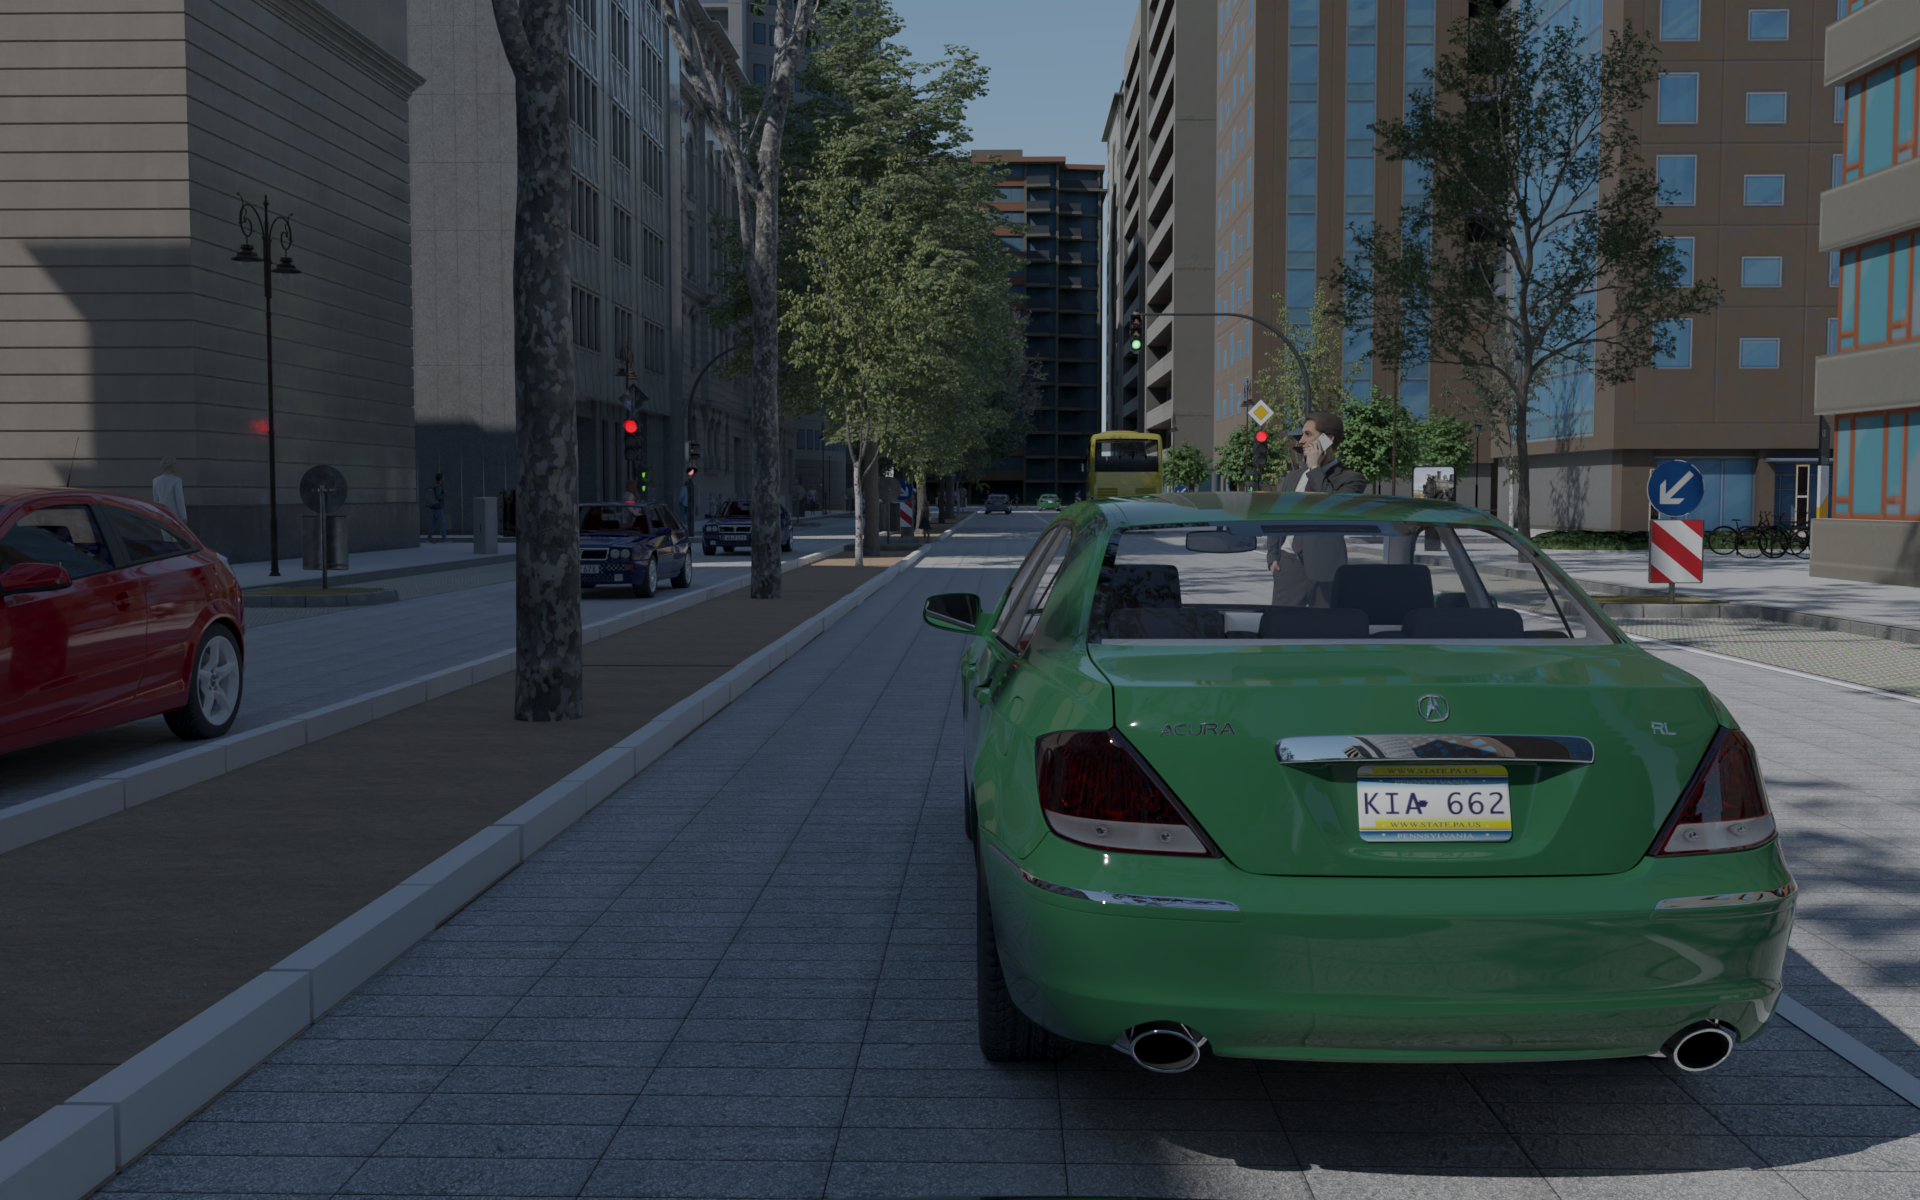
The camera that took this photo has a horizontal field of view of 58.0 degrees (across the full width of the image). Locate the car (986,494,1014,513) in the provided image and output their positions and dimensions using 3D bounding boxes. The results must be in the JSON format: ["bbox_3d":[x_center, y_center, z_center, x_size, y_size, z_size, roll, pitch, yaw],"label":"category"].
[{"bbox_3d":[2.990,-7.273,130.714,2.131,1.459,4.920,0,4,2],"label":"car"}]

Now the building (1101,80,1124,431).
[{"bbox_3d":[32.790,-38.897,225.204,27.495,52.752,28.713,0,4,1],"label":"building"}]

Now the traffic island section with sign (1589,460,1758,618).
[{"bbox_3d":[8.184,-0.745,20.801,1.989,1.847,2.006,0,4,1],"label":"traffic island section with sign"}]

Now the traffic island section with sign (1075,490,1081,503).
[{"bbox_3d":[12.152,-10.516,180.557,1.989,1.847,2.006,0,4,1],"label":"traffic island section with sign"}]

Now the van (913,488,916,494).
[{"bbox_3d":[-3.447,-7.101,123.112,2.013,2.044,4.112,0,4,2],"label":"van"}]

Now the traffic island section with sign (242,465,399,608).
[{"bbox_3d":[-8.502,-0.858,22.654,1.989,1.847,2.006,0,4,1],"label":"traffic island section with sign"}]

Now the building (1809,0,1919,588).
[{"bbox_3d":[26.676,-10.183,11.536,27.650,21.520,28.899,0,4,1],"label":"building"}]

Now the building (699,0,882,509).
[{"bbox_3d":[-22.900,-39.663,190.487,28.212,58.520,21.231,0,4,1],"label":"building"}]

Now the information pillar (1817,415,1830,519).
[{"bbox_3d":[25.278,-3.631,50.724,0.504,3.616,0.183,-3,4,-36],"label":"information pillar"}]

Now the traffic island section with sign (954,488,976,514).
[{"bbox_3d":[0.178,-7.248,126.647,2.006,1.907,1.989,0,4,1],"label":"traffic island section with sign"}]

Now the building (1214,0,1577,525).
[{"bbox_3d":[20.384,-26.590,84.864,14.600,45.320,14.200,0,4,1],"label":"building"}]

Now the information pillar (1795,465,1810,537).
[{"bbox_3d":[21.232,-2.396,43.673,0.304,2.012,0.304,2,4,26],"label":"information pillar"}]

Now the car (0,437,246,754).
[{"bbox_3d":[-5.286,0.018,8.754,2.155,1.783,4.494,0,4,2],"label":"car"}]

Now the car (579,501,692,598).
[{"bbox_3d":[-5.040,-0.769,25.150,1.945,1.354,3.894,0,4,2],"label":"car"}]

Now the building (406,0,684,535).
[{"bbox_3d":[-18.001,-14.993,63.165,12.078,24.808,19.932,0,4,1],"label":"building"}]

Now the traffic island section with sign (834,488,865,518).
[{"bbox_3d":[-6.486,-5.812,103.662,1.989,1.847,2.006,0,4,1],"label":"traffic island section with sign"}]

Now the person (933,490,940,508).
[{"bbox_3d":[-2.106,-10.303,177.055,1.348,1.812,0.705,-1,4,-18],"label":"person"}]

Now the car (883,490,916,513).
[{"bbox_3d":[-3.580,-5.904,105.198,2.281,1.827,5.304,0,4,1],"label":"car"}]

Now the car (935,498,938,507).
[{"bbox_3d":[-1.712,-11.225,195.890,2.083,1.381,4.827,0,4,3],"label":"car"}]

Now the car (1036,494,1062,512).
[{"bbox_3d":[7.281,-7.933,141.495,2.131,1.459,4.920,0,4,1],"label":"car"}]

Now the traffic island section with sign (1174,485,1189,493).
[{"bbox_3d":[9.552,-4.133,76.199,1.989,1.847,2.006,0,4,1],"label":"traffic island section with sign"}]

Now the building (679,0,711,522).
[{"bbox_3d":[-18.480,-18.240,85.619,14.401,28.519,23.554,0,4,1],"label":"building"}]

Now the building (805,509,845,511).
[{"bbox_3d":[-20.042,-36.625,140.820,21.231,58.520,28.212,0,4,1],"label":"building"}]

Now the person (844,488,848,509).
[{"bbox_3d":[-8.838,-7.912,136.076,0.551,1.740,0.621,1,4,15],"label":"person"}]

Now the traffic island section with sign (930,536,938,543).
[{"bbox_3d":[-1.680,-2.654,51.532,2.006,1.907,1.989,0,4,1],"label":"traffic island section with sign"}]

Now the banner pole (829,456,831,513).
[{"bbox_3d":[-8.678,-7.650,115.089,0.401,3.779,0.863,0,4,1],"label":"banner pole"}]

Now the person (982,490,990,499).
[{"bbox_3d":[2.376,-8.374,145.939,1.217,1.766,0.721,1,4,23],"label":"person"}]

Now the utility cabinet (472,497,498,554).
[{"bbox_3d":[-10.255,-1.604,37.383,0.306,1.237,1.020,-2,4,-29],"label":"utility cabinet"}]

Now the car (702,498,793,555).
[{"bbox_3d":[-5.099,-1.786,41.788,1.945,1.354,3.894,0,4,3],"label":"car"}]

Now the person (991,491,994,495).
[{"bbox_3d":[2.958,-9.137,158.595,1.217,1.736,0.721,-1,4,-22],"label":"person"}]

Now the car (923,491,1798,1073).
[{"bbox_3d":[0.933,0.366,5.812,2.131,1.459,4.920,0,4,-1],"label":"car"}]

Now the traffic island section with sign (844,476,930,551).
[{"bbox_3d":[-1.874,-2.201,44.127,2.006,1.907,1.989,0,4,1],"label":"traffic island section with sign"}]

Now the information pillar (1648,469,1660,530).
[{"bbox_3d":[20.303,-2.821,50.621,0.304,2.012,0.304,1,4,19],"label":"information pillar"}]

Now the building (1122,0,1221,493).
[{"bbox_3d":[26.837,-33.044,163.964,21.300,48.544,21.600,0,4,1],"label":"building"}]

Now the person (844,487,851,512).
[{"bbox_3d":[-8.093,-7.307,125.535,0.620,1.820,0.660,0,4,8],"label":"person"}]

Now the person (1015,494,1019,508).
[{"bbox_3d":[6.013,-10.391,181.608,0.599,1.433,0.991,-1,4,-12],"label":"person"}]

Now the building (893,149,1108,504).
[{"bbox_3d":[4.026,-34.762,222.984,28.867,44.769,22.147,0,4,1],"label":"building"}]

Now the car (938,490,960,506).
[{"bbox_3d":[-1.002,-9.998,172.136,2.281,1.827,5.304,0,4,1],"label":"car"}]

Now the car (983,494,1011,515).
[{"bbox_3d":[2.624,-6.746,122.306,2.014,1.417,4.499,0,4,0],"label":"car"}]

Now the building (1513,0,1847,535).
[{"bbox_3d":[27.668,-25.043,59.556,14.200,45.320,14.600,0,4,1],"label":"building"}]

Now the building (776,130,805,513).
[{"bbox_3d":[-17.919,-19.702,109.511,14.401,28.519,23.554,0,4,1],"label":"building"}]

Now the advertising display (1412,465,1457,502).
[{"bbox_3d":[10.613,-2.055,38.810,0.974,1.923,0.123,2,4,31],"label":"advertising display"}]

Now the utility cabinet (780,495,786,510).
[{"bbox_3d":[-8.897,-4.515,84.988,0.306,1.237,1.020,1,4,20],"label":"utility cabinet"}]

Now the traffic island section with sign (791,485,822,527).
[{"bbox_3d":[-7.150,-4.159,76.622,1.989,1.847,2.006,0,4,1],"label":"traffic island section with sign"}]

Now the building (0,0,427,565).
[{"bbox_3d":[-25.254,-14.575,35.557,25.104,27.353,12.463,0,4,1],"label":"building"}]

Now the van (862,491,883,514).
[{"bbox_3d":[-6.214,-7.111,123.271,2.013,2.044,4.112,0,4,1],"label":"van"}]
